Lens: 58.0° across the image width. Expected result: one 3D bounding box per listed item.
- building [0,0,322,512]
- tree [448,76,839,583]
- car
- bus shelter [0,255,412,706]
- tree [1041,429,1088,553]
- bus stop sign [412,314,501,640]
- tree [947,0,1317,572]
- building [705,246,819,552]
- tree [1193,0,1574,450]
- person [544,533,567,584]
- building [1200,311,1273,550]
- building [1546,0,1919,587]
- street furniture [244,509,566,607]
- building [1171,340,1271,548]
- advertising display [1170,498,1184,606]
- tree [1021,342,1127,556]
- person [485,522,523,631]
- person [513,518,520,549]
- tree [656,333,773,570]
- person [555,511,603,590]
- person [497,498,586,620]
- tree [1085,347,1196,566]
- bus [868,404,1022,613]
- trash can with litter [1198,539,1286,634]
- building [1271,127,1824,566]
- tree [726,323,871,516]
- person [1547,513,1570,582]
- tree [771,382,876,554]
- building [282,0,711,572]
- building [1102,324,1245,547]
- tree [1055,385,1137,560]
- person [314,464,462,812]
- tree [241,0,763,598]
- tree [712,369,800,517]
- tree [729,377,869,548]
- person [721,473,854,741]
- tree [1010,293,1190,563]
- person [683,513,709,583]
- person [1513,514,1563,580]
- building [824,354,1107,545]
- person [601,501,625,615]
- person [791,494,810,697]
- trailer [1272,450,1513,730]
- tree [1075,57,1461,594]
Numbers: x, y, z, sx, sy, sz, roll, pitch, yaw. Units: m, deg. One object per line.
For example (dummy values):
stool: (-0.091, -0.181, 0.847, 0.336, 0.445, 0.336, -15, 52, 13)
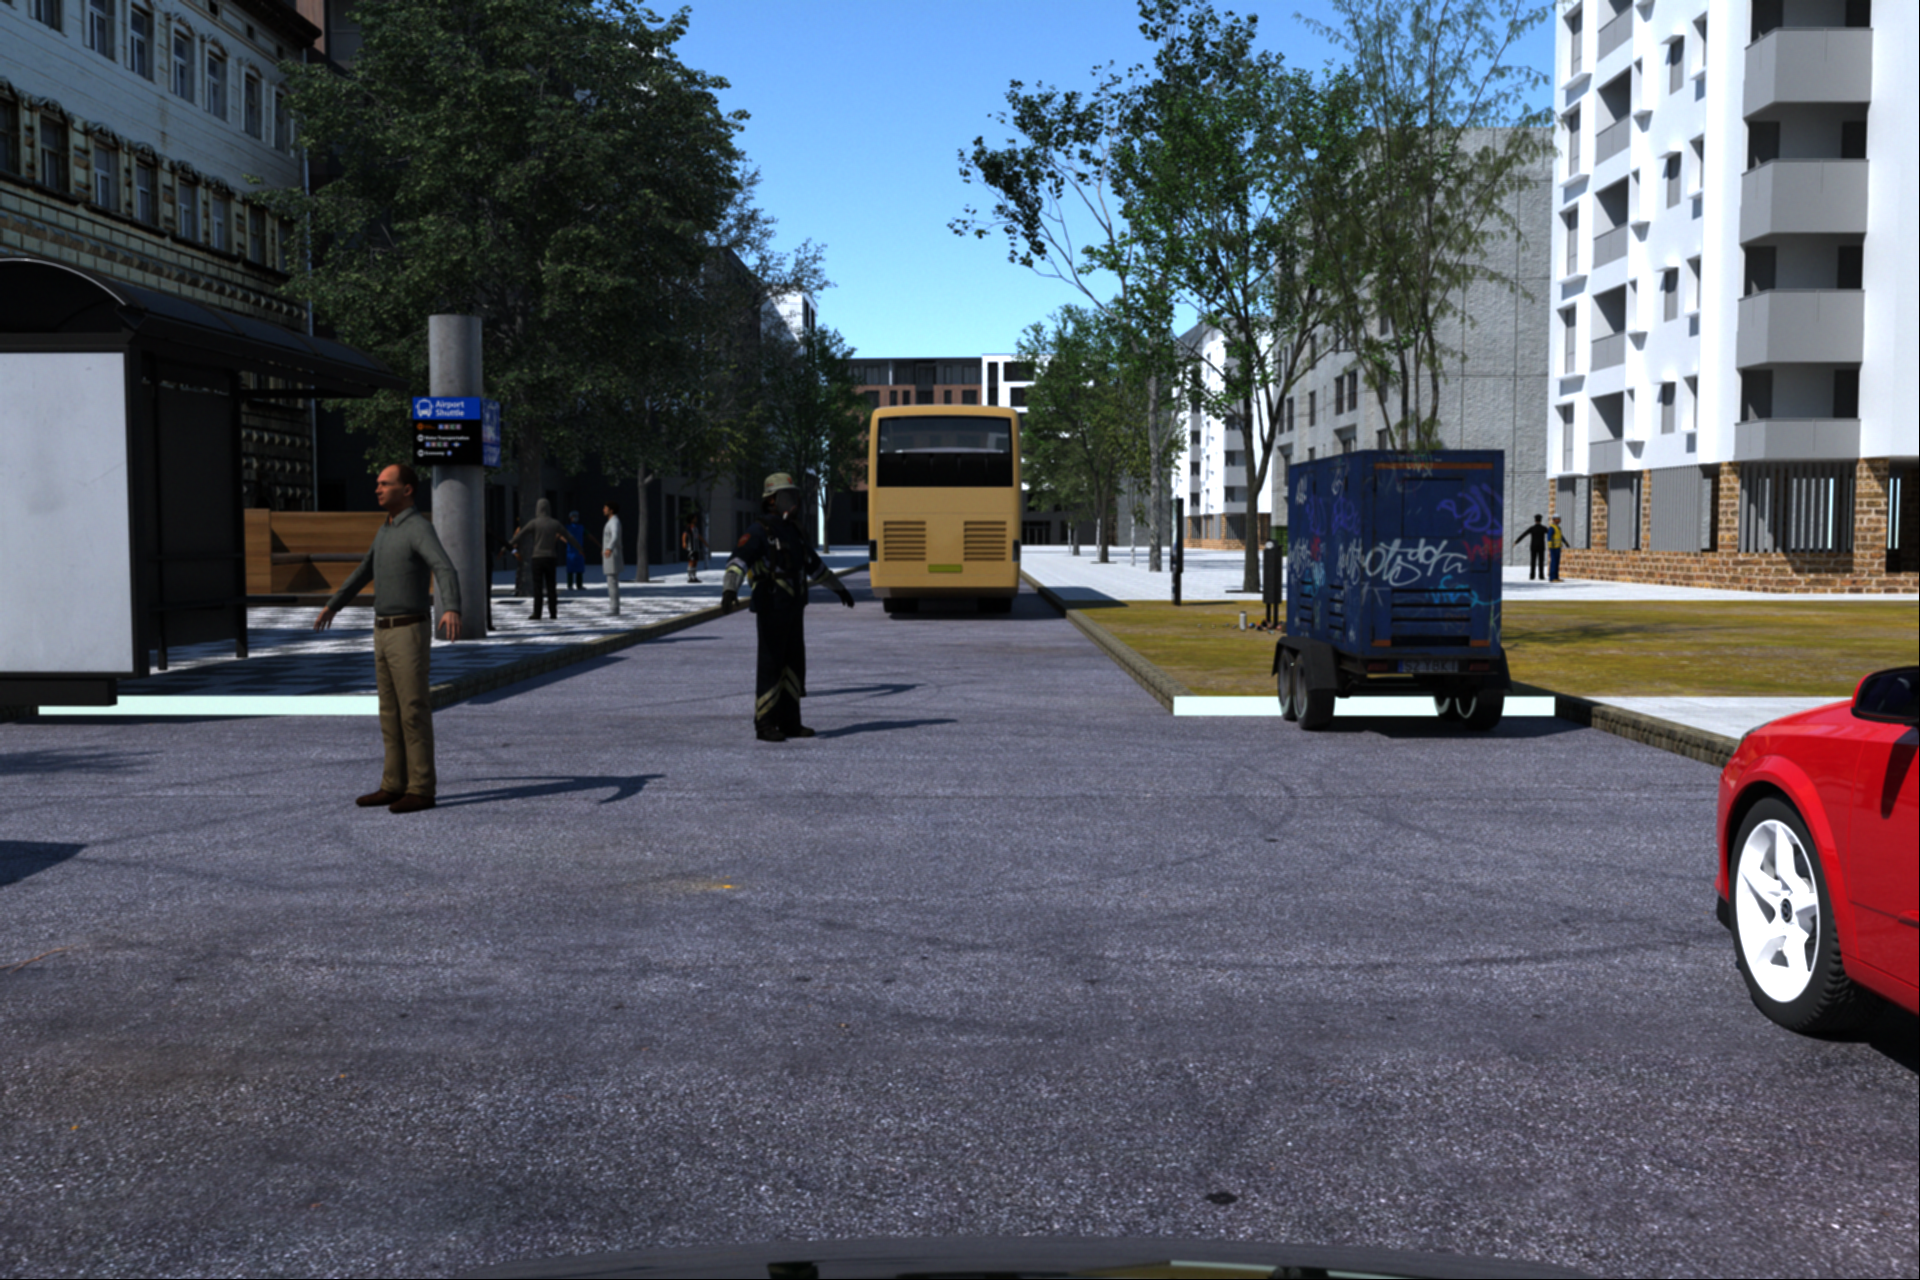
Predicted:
building: (-29.059, -12.999, 43.463, 19.493, 23.208, 18.063, 0, 4, 1)
tree: (-8.264, -8.264, 45.491, 12.009, 13.543, 11.850, 0, 3, 0)
car: (3.235, 0.326, 3.713, 2.155, 1.783, 4.494, 0, 4, 1)
bus shelter: (-6.790, -1.312, 15.368, 2.014, 3.302, 5.546, 0, 4, 2)
tree: (7.613, -10.168, 116.606, 4.360, 8.622, 3.978, 0, 3, 0)
bus stop sign: (-6.125, -1.964, 21.127, 0.837, 3.901, 0.837, 0, 4, 0)
tree: (5.887, -12.323, 57.376, 12.611, 20.169, 13.585, 0, 3, 0)
building: (-26.763, -18.071, 139.430, 27.936, 21.610, 32.646, 0, 4, 0)
tree: (5.220, -4.201, 19.056, 4.360, 8.622, 3.978, 0, 3, 0)
person: (-10.495, -2.334, 44.024, 1.347, 1.847, 0.705, 1, 4, 18)
building: (25.809, -17.816, 147.704, 16.016, 20.090, 11.380, 0, 4, 1)
building: (22.636, -11.813, 49.561, 16.016, 20.090, 11.380, 0, 4, 1)
street furniture: (-13.351, -1.682, 34.350, 11.010, 1.723, 9.812, -1, 4, -9)
building: (25.903, -19.125, 169.118, 16.016, 20.090, 11.380, 0, 4, 0)
advertising display: (3.910, -1.592, 31.249, 0.123, 1.923, 0.974, 0, 4, 0)
tree: (6.508, -11.232, 101.770, 7.486, 12.596, 7.792, 0, 3, 0)
person: (-6.360, -1.000, 23.073, 1.216, 1.740, 0.721, 1, 4, 22)
person: (-10.539, -2.162, 42.146, 1.217, 1.733, 0.721, 3, 5, 45)
tree: (-9.022, -6.844, 62.261, 4.737, 8.622, 4.395, 0, 3, 0)
person: (-8.848, -2.063, 39.855, 1.347, 1.817, 0.704, -3, 5, -39)
person: (-6.241, -1.212, 25.948, 1.348, 1.813, 0.705, -2, 4, -30)
tree: (7.153, -7.253, 68.944, 4.737, 8.622, 4.395, 0, 3, 0)
bus: (-0.205, -2.624, 34.448, 2.896, 3.916, 12.252, 0, 4, 0)
trash can with litter: (4.136, -0.735, 23.081, 1.678, 1.210, 2.233, 0, 4, -1)
building: (26.193, -13.304, 83.980, 16.747, 18.905, 31.486, 0, 4, 1)
tree: (-7.941, -9.731, 84.861, 9.928, 11.665, 9.643, 0, 3, 0)
person: (15.940, -2.465, 46.275, 0.705, 1.833, 1.349, 3, 5, 39)
tree: (-8.575, -11.346, 111.261, 9.928, 11.665, 9.643, 0, 3, 0)
building: (-26.328, -13.785, 69.360, 27.936, 21.610, 32.646, 0, 3, 0)
building: (25.154, -21.564, 183.506, 19.493, 23.208, 18.063, 0, 4, 0)
tree: (6.788, -8.219, 84.735, 4.360, 8.622, 3.978, 0, 3, 0)
person: (-2.940, -0.020, 9.048, 1.348, 1.796, 0.705, 3, 5, 42)
tree: (-8.855, -7.843, 34.888, 9.857, 13.997, 8.962, 0, 3, 0)
tree: (-8.627, -7.713, 76.476, 4.360, 8.622, 3.978, 0, 3, 0)
tree: (-8.512, -9.981, 97.600, 8.767, 10.594, 7.601, -2, 4, -30)
person: (-1.239, -0.236, 12.101, 0.705, 1.856, 1.354, 2, 4, 35)
tree: (6.267, -9.196, 76.113, 9.928, 11.665, 9.643, 0, 3, 0)
person: (-6.990, -2.406, 45.483, 0.704, 1.843, 1.345, 1, 4, 19)
person: (16.242, -2.615, 48.688, 1.347, 1.837, 0.705, 1, 4, 22)
building: (1.377, -22.202, 209.439, 32.646, 21.610, 27.936, 0, 4, 4)
person: (-5.571, -1.310, 27.603, 0.705, 1.806, 1.347, -1, 4, -14)
person: (-1.520, -0.403, 15.278, 0.704, 1.802, 1.346, -1, 4, -18)
trailer: (3.198, -0.406, 13.684, 1.471, 1.999, 3.904, 0, 3, 0)
tree: (6.536, -6.838, 37.561, 9.928, 11.665, 9.643, 0, 3, 0)
